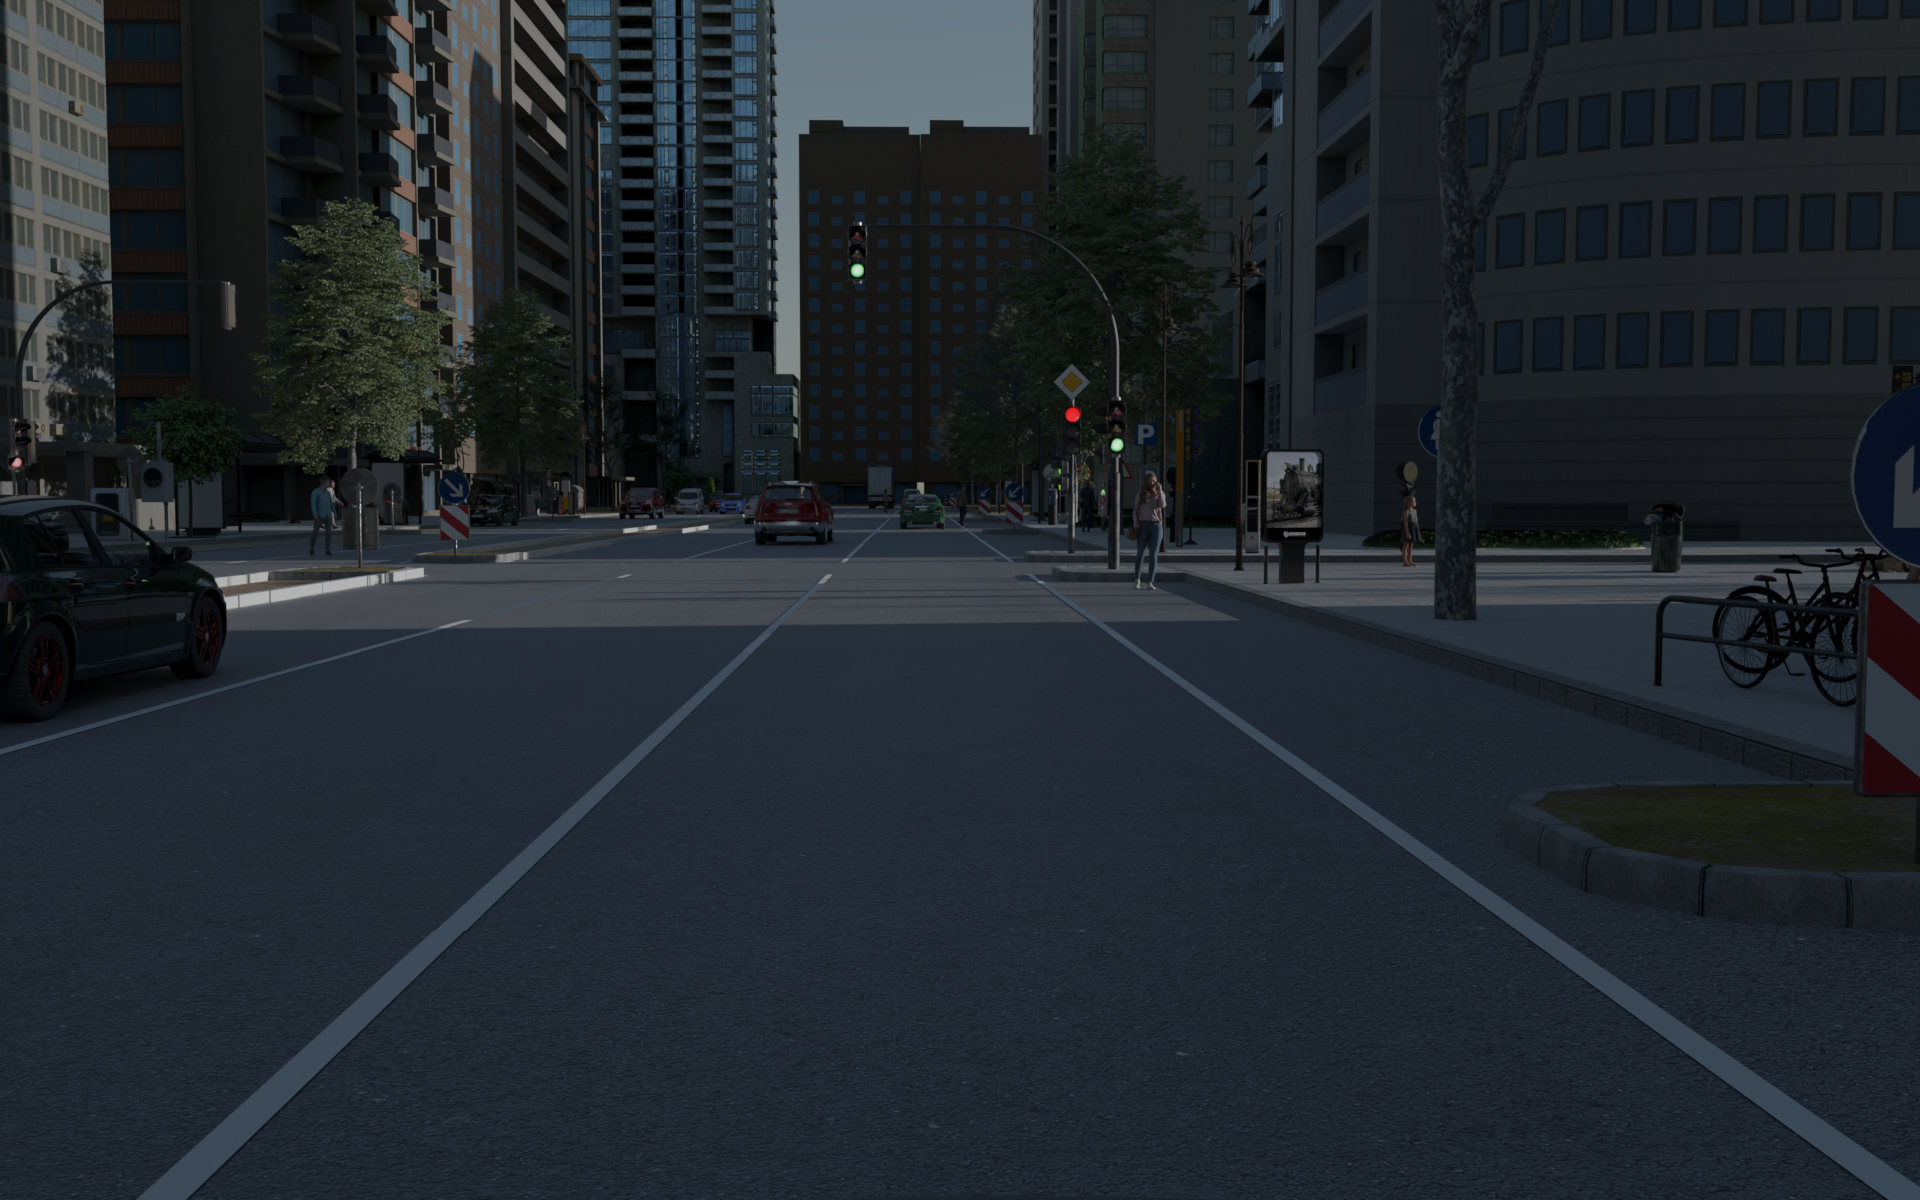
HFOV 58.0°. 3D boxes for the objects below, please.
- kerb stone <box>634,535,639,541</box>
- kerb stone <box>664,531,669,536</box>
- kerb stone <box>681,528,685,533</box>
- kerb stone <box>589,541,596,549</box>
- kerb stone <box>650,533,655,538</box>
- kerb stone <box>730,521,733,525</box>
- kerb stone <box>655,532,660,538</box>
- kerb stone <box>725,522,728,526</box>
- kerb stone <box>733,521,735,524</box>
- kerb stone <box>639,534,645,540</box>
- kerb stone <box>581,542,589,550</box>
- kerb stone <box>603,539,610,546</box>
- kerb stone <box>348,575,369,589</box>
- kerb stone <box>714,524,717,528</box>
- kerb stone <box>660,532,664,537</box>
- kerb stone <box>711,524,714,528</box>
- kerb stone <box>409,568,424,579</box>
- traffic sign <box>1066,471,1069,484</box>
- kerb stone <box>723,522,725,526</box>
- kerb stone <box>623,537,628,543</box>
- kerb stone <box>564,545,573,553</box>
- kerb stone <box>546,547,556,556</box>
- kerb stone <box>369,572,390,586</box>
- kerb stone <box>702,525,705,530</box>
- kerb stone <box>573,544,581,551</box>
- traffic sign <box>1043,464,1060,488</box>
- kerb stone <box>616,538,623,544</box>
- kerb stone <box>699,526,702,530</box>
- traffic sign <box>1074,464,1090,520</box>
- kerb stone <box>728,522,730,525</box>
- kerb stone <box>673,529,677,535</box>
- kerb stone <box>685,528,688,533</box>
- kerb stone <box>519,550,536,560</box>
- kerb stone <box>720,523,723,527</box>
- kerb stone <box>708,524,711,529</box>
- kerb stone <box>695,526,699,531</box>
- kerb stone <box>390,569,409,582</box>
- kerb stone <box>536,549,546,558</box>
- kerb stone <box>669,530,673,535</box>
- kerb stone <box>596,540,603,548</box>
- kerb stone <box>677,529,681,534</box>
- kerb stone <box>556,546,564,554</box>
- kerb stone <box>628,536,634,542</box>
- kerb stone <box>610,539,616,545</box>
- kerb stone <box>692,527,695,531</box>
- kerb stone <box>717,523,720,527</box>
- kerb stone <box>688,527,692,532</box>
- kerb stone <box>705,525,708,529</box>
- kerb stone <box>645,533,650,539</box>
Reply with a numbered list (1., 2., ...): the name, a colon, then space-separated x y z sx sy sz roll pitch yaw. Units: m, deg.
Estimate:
1. kerb stone: -9.961 -1.862 52.645 0.120 0.150 1.000 0 4 -1
2. kerb stone: -10.107 -2.238 58.779 0.120 0.150 1.000 0 4 -1
3. kerb stone: -10.217 -2.488 62.869 0.120 0.150 1.000 0 4 -1
4. kerb stone: -9.775 -1.424 45.472 0.120 0.150 1.000 0 4 -1
5. kerb stone: -10.041 -2.046 55.711 0.120 0.150 1.000 0 4 -1
6. kerb stone: -10.637 -3.488 79.257 0.120 0.150 1.000 0 4 -1
7. kerb stone: -10.056 -2.112 56.733 0.120 0.150 1.000 0 4 -1
8. kerb stone: -10.583 -3.365 77.210 0.120 0.150 1.000 0 4 -1
9. kerb stone: -10.656 -3.553 80.285 0.120 0.150 1.000 0 4 -1
10. kerb stone: -9.987 -1.921 53.667 0.120 0.150 1.000 0 4 -1
11. kerb stone: -9.748 -1.361 44.449 0.120 0.150 1.000 0 4 -1
12. kerb stone: -9.820 -1.549 47.517 0.120 0.150 1.000 0 4 -1
13. kerb stone: -9.300 -0.264 26.511 0.120 0.150 1.000 0 4 -1
14. kerb stone: -10.480 -3.114 73.116 0.120 0.150 1.000 0 4 -1
15. kerb stone: -10.093 -2.167 57.757 0.120 0.150 1.000 0 4 -1
16. kerb stone: -10.458 -3.047 72.084 0.120 0.150 1.000 0 4 -1
17. kerb stone: -9.364 -0.452 29.582 0.120 0.150 1.000 0 4 -1
18. traffic sign: 4.668 -4.554 76.580 0.606 2.300 0.079 0 4 3
19. kerb stone: -10.558 -3.302 76.188 0.120 0.150 1.000 0 4 -1
20. kerb stone: -9.907 -1.732 50.592 0.120 0.150 1.000 0 4 -1
21. kerb stone: -9.698 -1.235 42.399 0.120 0.150 1.000 0 4 -1
22. kerb stone: -9.640 -1.108 40.342 0.120 0.150 1.000 0 4 -1
23. kerb stone: -9.317 -0.327 27.538 0.120 0.150 1.000 0 4 -1
24. kerb stone: -10.370 -2.854 69.012 0.120 0.150 1.000 0 4 -1
25. kerb stone: -9.728 -1.297 43.426 0.120 0.150 1.000 0 4 -1
26. traffic sign: 3.855 -4.427 72.492 0.768 2.556 0.104 0 4 8
27. kerb stone: -9.871 -1.674 49.570 0.120 0.150 1.000 0 4 -1
28. kerb stone: -10.354 -2.798 67.989 0.120 0.150 1.000 0 4 -1
29. traffic sign: 5.105 -4.468 73.156 0.768 2.556 0.104 0 4 5
30. kerb stone: -10.605 -3.426 78.235 0.120 0.150 1.000 0 4 -1
31. kerb stone: -10.168 -2.361 60.825 0.120 0.150 1.000 0 4 -1
32. kerb stone: -10.243 -2.550 63.891 0.120 0.150 1.000 0 4 -1
33. kerb stone: -9.597 -0.984 38.290 0.120 0.150 1.000 0 4 -1
34. kerb stone: -10.530 -3.240 75.166 0.120 0.150 1.000 0 4 -1
35. kerb stone: -10.431 -2.987 71.061 0.120 0.150 1.000 0 4 -1
36. kerb stone: -10.319 -2.737 66.967 0.120 0.150 1.000 0 4 -1
37. kerb stone: -9.339 -0.386 28.560 0.120 0.150 1.000 0 4 -1
38. kerb stone: -9.618 -1.047 39.320 0.120 0.150 1.000 0 4 -1
39. kerb stone: -10.138 -2.292 59.804 0.120 0.150 1.000 0 4 -1
40. kerb stone: -9.804 -1.486 46.494 0.120 0.150 1.000 0 4 -1
41. kerb stone: -10.192 -2.425 61.847 0.120 0.150 1.000 0 4 -1
42. kerb stone: -9.672 -1.172 41.364 0.120 0.150 1.000 0 4 -1
43. kerb stone: -9.933 -1.797 51.618 0.120 0.150 1.000 0 4 -1
44. kerb stone: -9.853 -1.610 48.539 0.120 0.150 1.000 0 4 -1
45. kerb stone: -10.296 -2.676 65.945 0.120 0.150 1.000 0 4 -1
46. kerb stone: -10.505 -3.177 74.138 0.120 0.150 1.000 0 4 -1
47. kerb stone: -10.272 -2.613 64.923 0.120 0.150 1.000 0 4 -1
48. kerb stone: -10.398 -2.926 70.039 0.120 0.150 1.000 0 4 -1
49. kerb stone: -10.015 -1.980 54.690 0.120 0.150 1.000 0 4 -1
